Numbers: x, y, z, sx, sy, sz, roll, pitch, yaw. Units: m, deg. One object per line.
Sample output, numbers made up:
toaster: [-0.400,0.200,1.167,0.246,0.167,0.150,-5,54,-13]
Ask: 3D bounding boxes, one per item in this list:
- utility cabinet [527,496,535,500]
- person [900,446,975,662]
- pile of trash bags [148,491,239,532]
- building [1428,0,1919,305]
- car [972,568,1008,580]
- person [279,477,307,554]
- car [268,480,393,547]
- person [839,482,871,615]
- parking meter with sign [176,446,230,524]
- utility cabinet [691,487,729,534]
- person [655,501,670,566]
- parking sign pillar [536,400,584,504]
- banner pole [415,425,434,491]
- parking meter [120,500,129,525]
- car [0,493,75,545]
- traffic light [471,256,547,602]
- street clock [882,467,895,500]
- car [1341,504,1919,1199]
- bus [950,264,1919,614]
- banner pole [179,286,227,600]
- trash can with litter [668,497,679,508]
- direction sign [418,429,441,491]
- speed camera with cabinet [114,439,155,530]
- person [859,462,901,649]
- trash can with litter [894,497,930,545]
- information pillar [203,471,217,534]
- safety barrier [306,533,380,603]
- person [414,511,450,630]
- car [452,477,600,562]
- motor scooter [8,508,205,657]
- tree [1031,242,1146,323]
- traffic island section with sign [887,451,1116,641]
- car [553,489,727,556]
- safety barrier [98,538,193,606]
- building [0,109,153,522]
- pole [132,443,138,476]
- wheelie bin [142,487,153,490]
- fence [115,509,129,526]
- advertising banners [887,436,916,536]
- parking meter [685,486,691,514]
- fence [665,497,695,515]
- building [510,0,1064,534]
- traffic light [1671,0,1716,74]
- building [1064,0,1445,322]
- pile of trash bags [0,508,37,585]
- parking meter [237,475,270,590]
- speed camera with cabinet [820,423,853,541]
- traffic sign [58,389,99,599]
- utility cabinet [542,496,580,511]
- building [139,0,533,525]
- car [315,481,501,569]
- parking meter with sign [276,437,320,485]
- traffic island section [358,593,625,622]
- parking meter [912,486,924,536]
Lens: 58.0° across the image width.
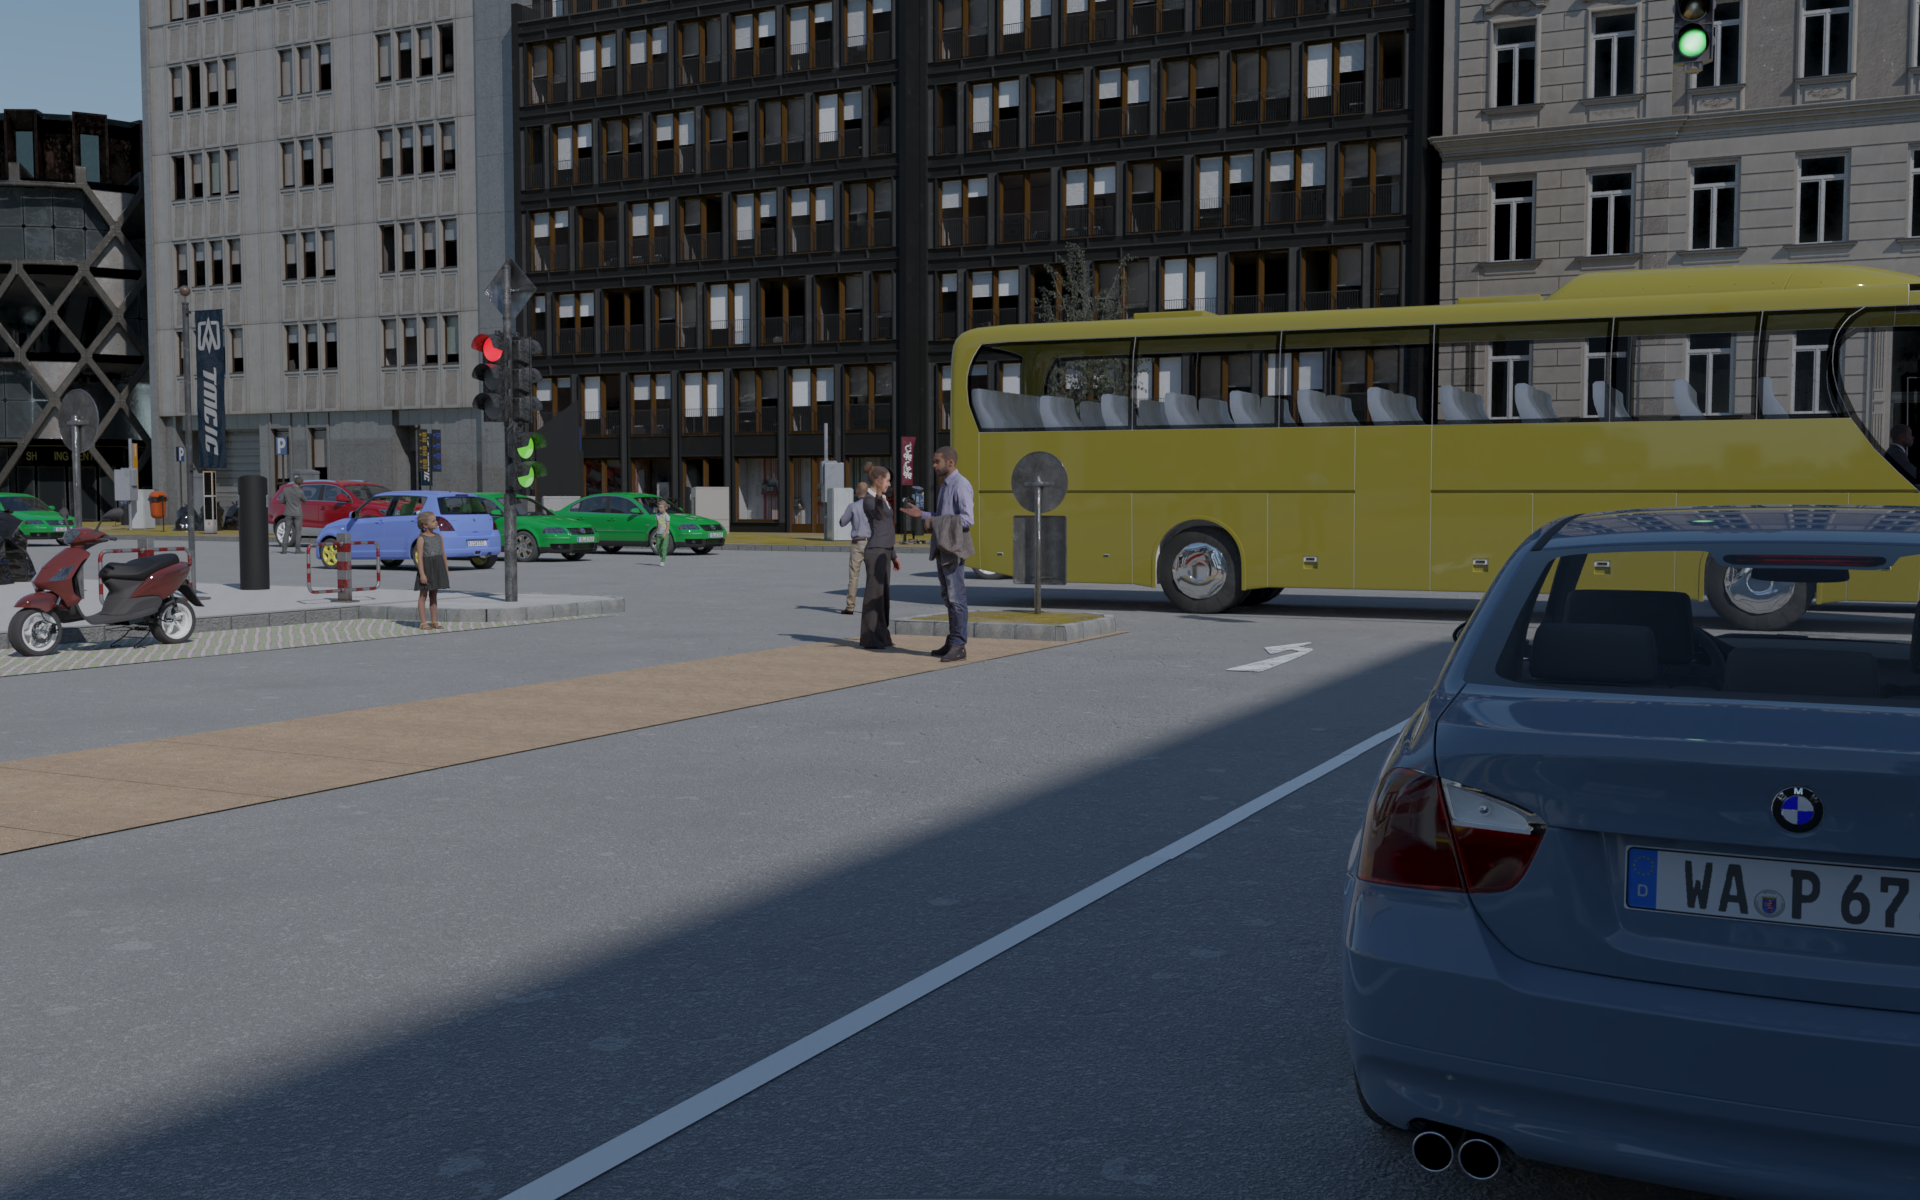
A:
utility cabinet: [-14.950,-2.964,59.629,0.306,1.237,1.020,-3,4,-37]
person: [-0.197,-0.398,14.872,0.599,1.838,0.709,-1,4,-18]
pile of trash bags: [-26.586,-3.082,60.148,1.912,1.369,3.447,2,4,29]
building: [26.723,-15.315,47.666,25.104,27.353,12.463,2,4,27]
car: [2.269,-1.251,29.127,5.304,1.827,2.281,2,4,25]
person: [-16.012,-2.035,41.582,0.655,1.846,0.447,0,4,-7]
car: [-16.369,-2.325,46.683,5.304,1.827,2.281,2,4,28]
person: [-1.185,-0.617,20.654,0.516,1.574,0.319,-1,4,-18]
parking meter with sign: [-27.791,-4.123,63.669,1.738,3.016,0.543,0,4,-3]
utility cabinet: [-7.830,-2.788,54.266,1.173,1.500,0.318,-3,4,-37]
person: [-5.923,-1.332,34.534,0.306,1.304,0.590,0,4,1]
parking sign pillar: [-11.596,-3.777,50.220,1.447,3.967,1.447,1,4,14]
banner pole: [-19.493,-4.456,62.868,0.401,3.779,0.863,3,5,40]
parking meter: [-34.345,-3.845,71.277,0.372,1.533,0.369,0,3,0]
car: [-26.533,-2.413,48.246,4.718,1.807,1.959,2,4,27]
traffic light: [-5.338,-1.934,20.536,0.839,4.253,0.868,2,4,27]
street clock: [-2.007,-2.590,46.914,0.471,2.002,0.358,0,4,6]
car: [2.280,0.445,4.726,2.014,1.417,4.499,2,4,26]
bus: [5.903,-1.763,20.379,12.252,3.916,2.896,2,4,25]
banner pole: [-9.101,-1.883,20.809,0.863,3.779,0.401,2,4,26]
trash can with litter: [-9.757,-2.802,57.203,0.624,1.170,1.055,-3,5,-42]
direction sign: [-18.505,-4.190,60.502,0.379,3.537,0.876,3,5,42]
speed camera with cabinet: [-29.838,-4.175,62.598,0.660,3.252,2.038,0,4,-2]
person: [-0.685,-0.402,15.872,0.445,1.727,0.742,-1,4,-19]
trash can with litter: [-1.560,-2.036,44.346,1.678,1.210,2.233,2,4,24]
information pillar: [-24.066,-3.125,55.580,0.304,2.012,0.304,0,4,-2]
safety barrier: [-7.295,-0.382,20.520,0.300,0.817,1.120,2,4,27]
person: [-5.559,-0.312,18.268,0.373,1.253,0.362,3,5,40]
car: [-9.996,-1.764,37.641,4.718,1.807,1.959,2,4,27]
motor scooter: [-7.780,-0.188,15.857,0.815,1.314,1.986,2,4,26]
tree: [3.816,-6.105,50.179,4.360,8.622,3.978,0,3,0]
traffic island section with sign: [0.570,-0.602,17.985,2.006,1.907,1.989,2,4,27]
car: [-7.767,-2.000,41.501,4.718,1.807,1.959,2,4,28]
safety barrier: [-8.506,-0.235,18.112,0.300,0.817,1.120,2,4,27]
building: [-43.050,-13.324,85.293,16.811,18.784,16.820,2,4,27]
pole: [-33.197,-4.641,69.729,0.158,3.312,0.155,0,3,0]
wheelie bin: [-35.311,-4.143,75.654,0.980,1.594,0.693,-3,5,-44]
fence: [-32.657,-3.230,68.188,2.069,0.683,0.278,2,4,31]
advertising banners: [-2.205,-3.420,52.110,2.074,3.025,0.090,-2,4,-32]
parking meter: [-8.789,-2.942,56.520,0.372,1.533,0.369,0,3,0]
fence: [-8.384,-2.308,48.943,2.264,1.192,0.480,2,4,25]
building: [-6.017,-14.298,63.455,15.834,23.373,12.332,2,4,27]
traffic light: [8.147,-2.385,13.658,4.771,5.953,1.251,2,4,27]
building: [8.545,-13.915,57.183,15.834,23.373,12.332,2,4,27]
pile of trash bags: [-15.136,-0.929,24.943,3.447,1.369,1.912,0,4,7]
parking meter: [-9.477,-0.907,23.241,0.372,1.533,0.369,0,3,0]
speed camera with cabinet: [-3.398,-3.271,47.814,0.660,3.252,2.038,-1,4,-14]
traffic sign: [-10.744,-1.283,21.086,0.768,2.556,0.104,2,4,29]
utility cabinet: [-11.092,-2.264,48.180,1.020,1.237,0.306,-1,4,-21]
building: [-21.788,-15.524,71.840,19.932,24.808,12.078,2,4,27]
car: [-10.614,-1.439,33.120,3.694,1.707,1.945,2,4,27]
parking meter with sign: [-20.142,-3.498,53.456,0.543,3.016,1.738,2,4,35]
traffic island section: [-5.369,0.097,20.687,2.009,0.180,2.903,2,4,27]
parking meter: [-1.300,-2.754,53.440,0.372,1.533,0.369,0,3,0]
